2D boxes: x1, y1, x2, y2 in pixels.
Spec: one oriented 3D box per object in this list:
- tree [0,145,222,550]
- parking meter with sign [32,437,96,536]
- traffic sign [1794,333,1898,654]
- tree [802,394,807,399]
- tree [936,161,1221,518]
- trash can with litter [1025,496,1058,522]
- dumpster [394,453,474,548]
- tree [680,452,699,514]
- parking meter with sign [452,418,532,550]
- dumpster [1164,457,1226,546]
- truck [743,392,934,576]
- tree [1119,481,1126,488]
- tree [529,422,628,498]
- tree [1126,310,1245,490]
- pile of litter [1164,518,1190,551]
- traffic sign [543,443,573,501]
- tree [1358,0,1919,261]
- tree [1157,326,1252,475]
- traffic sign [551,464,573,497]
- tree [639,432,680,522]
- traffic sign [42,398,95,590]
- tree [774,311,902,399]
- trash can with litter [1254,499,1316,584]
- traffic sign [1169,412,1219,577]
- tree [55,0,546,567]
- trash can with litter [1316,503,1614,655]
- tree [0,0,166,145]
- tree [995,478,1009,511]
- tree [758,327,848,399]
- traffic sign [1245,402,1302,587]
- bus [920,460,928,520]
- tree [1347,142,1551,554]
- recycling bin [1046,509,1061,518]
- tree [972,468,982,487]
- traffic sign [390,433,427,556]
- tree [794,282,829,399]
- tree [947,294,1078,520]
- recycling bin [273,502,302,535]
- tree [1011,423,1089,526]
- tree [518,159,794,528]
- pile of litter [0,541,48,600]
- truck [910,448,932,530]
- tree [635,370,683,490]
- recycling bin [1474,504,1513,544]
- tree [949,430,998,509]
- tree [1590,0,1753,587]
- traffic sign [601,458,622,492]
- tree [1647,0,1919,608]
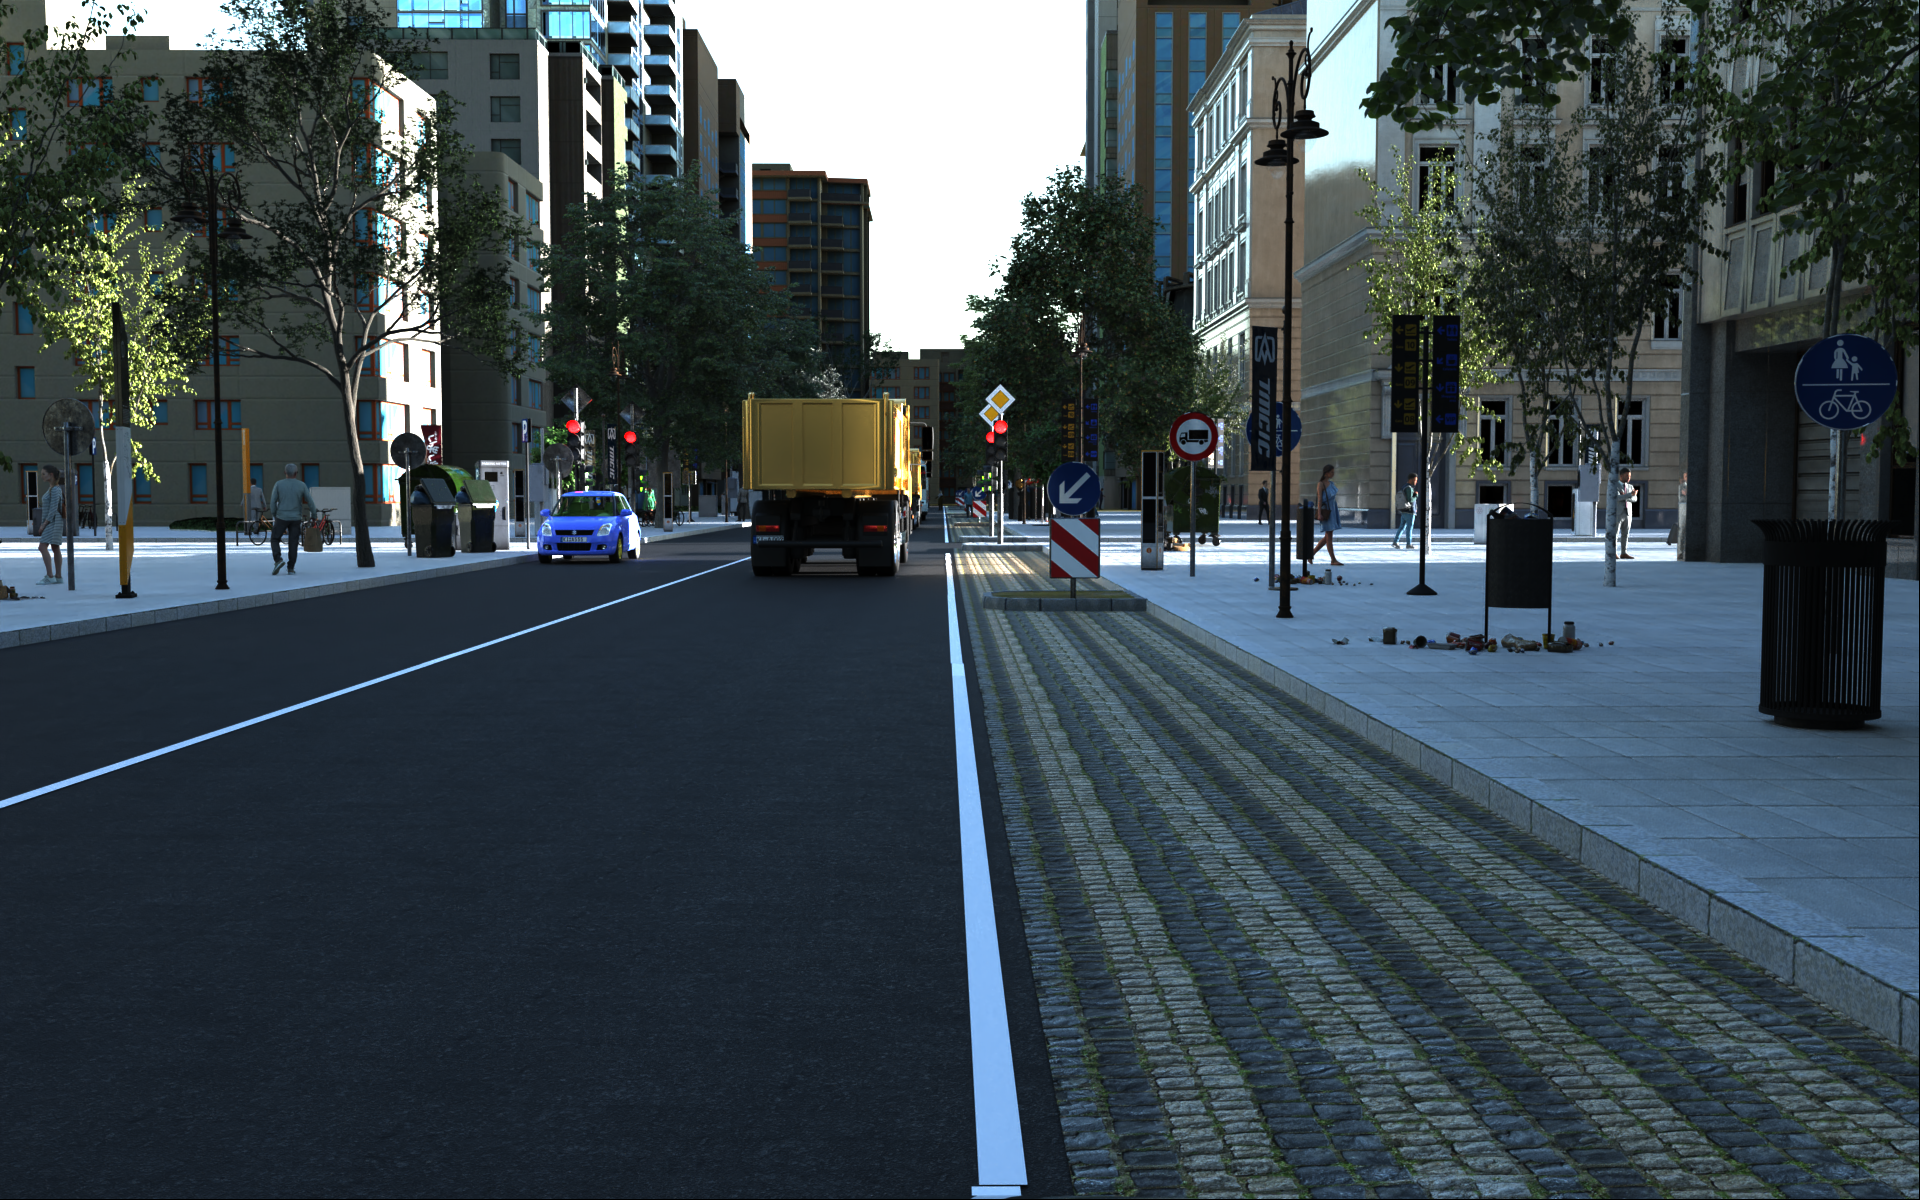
[{"bbox_3d":[-19.164,-5.438,39.279,4.737,8.622,4.395,0,3,0],"label":"tree"},{"bbox_3d":[-27.237,-3.449,52.652,1.738,3.016,0.543,-1,4,-15],"label":"parking meter with sign"},{"bbox_3d":[7.036,-0.840,13.843,0.768,2.556,0.104,1,4,9],"label":"traffic sign"},{"bbox_3d":[-11.232,-9.818,110.890,4.737,8.622,4.395,0,3,0],"label":"tree"},{"bbox_3d":[4.258,-8.733,59.793,9.611,12.733,9.660,0,3,0],"label":"tree"},{"bbox_3d":[4.060,-4.561,85.623,2.233,1.210,1.678,0,4,-6],"label":"trash can with litter"},{"bbox_3d":[-12.450,-2.368,41.206,1.502,2.255,1.985,0,4,0],"label":"dumpster"},{"bbox_3d":[-18.351,-7.778,110.878,4.285,4.588,4.351,0,3,0],"label":"tree"},{"bbox_3d":[-10.762,-2.662,39.779,1.738,3.016,0.543,-2,4,-28],"label":"parking meter with sign"},{"bbox_3d":[5.766,-2.499,43.349,1.502,2.255,1.985,0,4,-1],"label":"dumpster"},{"bbox_3d":[-2.340,-2.326,33.955,3.469,3.379,9.791,0,4,1],"label":"truck"},{"bbox_3d":[10.303,-8.892,95.753,4.737,8.622,4.395,0,3,0],"label":"tree"},{"bbox_3d":[-17.102,-5.577,74.891,4.285,4.588,4.351,0,3,0],"label":"tree"},{"bbox_3d":[8.994,-7.224,68.473,4.737,8.622,4.395,0,3,0],"label":"tree"},{"bbox_3d":[4.765,-1.569,39.620,1.176,0.858,1.719,1,4,16],"label":"pile of litter"},{"bbox_3d":[-10.060,-2.646,43.360,0.768,2.556,0.104,0,4,2],"label":"traffic sign"},{"bbox_3d":[4.480,-5.477,7.678,7.486,12.596,7.792,0,3,0],"label":"tree"},{"bbox_3d":[11.172,-7.731,76.760,4.360,8.622,3.978,0,3,0],"label":"tree"},{"bbox_3d":[-12.637,-3.349,54.862,0.768,2.556,0.104,0,4,8],"label":"traffic sign"},{"bbox_3d":[-15.447,-5.915,80.420,4.285,4.588,4.351,0,3,0],"label":"tree"},{"bbox_3d":[-11.854,-1.402,23.032,0.768,2.556,0.104,1,4,9],"label":"traffic sign"},{"bbox_3d":[-13.111,-19.870,180.762,12.611,20.169,13.585,0,3,0],"label":"tree"},{"bbox_3d":[5.156,-0.874,25.340,1.678,1.210,2.233,1,4,11],"label":"trash can with litter"},{"bbox_3d":[3.620,-1.638,26.888,0.768,2.556,0.104,0,4,1],"label":"traffic sign"},{"bbox_3d":[-10.771,-5.858,30.198,7.601,10.594,8.767,1,4,10],"label":"tree"},{"bbox_3d":[4.307,-0.216,14.587,2.233,1.210,1.678,1,4,23],"label":"trash can with litter"},{"bbox_3d":[-10.579,-4.134,17.950,4.737,8.622,4.395,0,3,0],"label":"tree"},{"bbox_3d":[3.338,-8.591,135.063,1.663,3.219,1.824,0,3,0],"label":"tree"},{"bbox_3d":[-12.228,-13.171,125.715,12.009,13.543,11.850,0,3,0],"label":"tree"},{"bbox_3d":[4.319,-1.456,23.920,0.768,2.556,0.104,0,4,8],"label":"traffic sign"},{"bbox_3d":[-3.252,-6.337,98.463,2.948,3.499,13.247,0,4,-3],"label":"bus"},{"bbox_3d":[10.032,-5.262,36.397,4.737,8.622,4.395,0,3,0],"label":"tree"},{"bbox_3d":[4.997,-4.938,93.294,0.722,1.027,0.722,1,4,23],"label":"recycling bin"},{"bbox_3d":[1.903,-15.112,197.449,4.360,8.622,3.978,0,3,0],"label":"tree"},{"bbox_3d":[-11.422,-2.187,35.862,0.768,2.556,0.104,0,4,3],"label":"traffic sign"},{"bbox_3d":[-11.081,-11.138,88.761,9.857,13.997,8.962,0,3,0],"label":"tree"},{"bbox_3d":[3.071,-10.288,86.335,7.486,12.596,7.792,0,3,0],"label":"tree"},{"bbox_3d":[-21.310,-2.589,54.878,0.722,1.027,0.722,0,4,-5],"label":"recycling bin"},{"bbox_3d":[3.736,-5.296,70.305,4.285,4.588,4.351,0,3,0],"label":"tree"},{"bbox_3d":[-11.350,-9.695,65.169,9.857,13.997,8.962,0,3,0],"label":"tree"},{"bbox_3d":[-12.101,-0.434,21.069,1.719,0.858,1.176,1,4,13],"label":"pile of litter"},{"bbox_3d":[-2.997,-4.684,72.509,3.469,3.379,9.791,0,4,1],"label":"truck"},{"bbox_3d":[-17.549,-9.224,101.180,4.360,8.622,3.978,0,3,0],"label":"tree"},{"bbox_3d":[13.635,-1.939,44.250,0.722,1.027,0.722,-3,5,-40],"label":"recycling bin"},{"bbox_3d":[2.727,-12.862,144.712,8.767,10.594,7.601,1,4,20],"label":"tree"},{"bbox_3d":[8.989,-4.506,24.042,4.360,8.622,3.978,0,3,0],"label":"tree"},{"bbox_3d":[-12.058,-3.657,59.904,0.768,2.556,0.104,1,4,8],"label":"traffic sign"},{"bbox_3d":[9.432,-4.133,17.938,4.737,8.622,4.395,0,3,0],"label":"tree"}]
